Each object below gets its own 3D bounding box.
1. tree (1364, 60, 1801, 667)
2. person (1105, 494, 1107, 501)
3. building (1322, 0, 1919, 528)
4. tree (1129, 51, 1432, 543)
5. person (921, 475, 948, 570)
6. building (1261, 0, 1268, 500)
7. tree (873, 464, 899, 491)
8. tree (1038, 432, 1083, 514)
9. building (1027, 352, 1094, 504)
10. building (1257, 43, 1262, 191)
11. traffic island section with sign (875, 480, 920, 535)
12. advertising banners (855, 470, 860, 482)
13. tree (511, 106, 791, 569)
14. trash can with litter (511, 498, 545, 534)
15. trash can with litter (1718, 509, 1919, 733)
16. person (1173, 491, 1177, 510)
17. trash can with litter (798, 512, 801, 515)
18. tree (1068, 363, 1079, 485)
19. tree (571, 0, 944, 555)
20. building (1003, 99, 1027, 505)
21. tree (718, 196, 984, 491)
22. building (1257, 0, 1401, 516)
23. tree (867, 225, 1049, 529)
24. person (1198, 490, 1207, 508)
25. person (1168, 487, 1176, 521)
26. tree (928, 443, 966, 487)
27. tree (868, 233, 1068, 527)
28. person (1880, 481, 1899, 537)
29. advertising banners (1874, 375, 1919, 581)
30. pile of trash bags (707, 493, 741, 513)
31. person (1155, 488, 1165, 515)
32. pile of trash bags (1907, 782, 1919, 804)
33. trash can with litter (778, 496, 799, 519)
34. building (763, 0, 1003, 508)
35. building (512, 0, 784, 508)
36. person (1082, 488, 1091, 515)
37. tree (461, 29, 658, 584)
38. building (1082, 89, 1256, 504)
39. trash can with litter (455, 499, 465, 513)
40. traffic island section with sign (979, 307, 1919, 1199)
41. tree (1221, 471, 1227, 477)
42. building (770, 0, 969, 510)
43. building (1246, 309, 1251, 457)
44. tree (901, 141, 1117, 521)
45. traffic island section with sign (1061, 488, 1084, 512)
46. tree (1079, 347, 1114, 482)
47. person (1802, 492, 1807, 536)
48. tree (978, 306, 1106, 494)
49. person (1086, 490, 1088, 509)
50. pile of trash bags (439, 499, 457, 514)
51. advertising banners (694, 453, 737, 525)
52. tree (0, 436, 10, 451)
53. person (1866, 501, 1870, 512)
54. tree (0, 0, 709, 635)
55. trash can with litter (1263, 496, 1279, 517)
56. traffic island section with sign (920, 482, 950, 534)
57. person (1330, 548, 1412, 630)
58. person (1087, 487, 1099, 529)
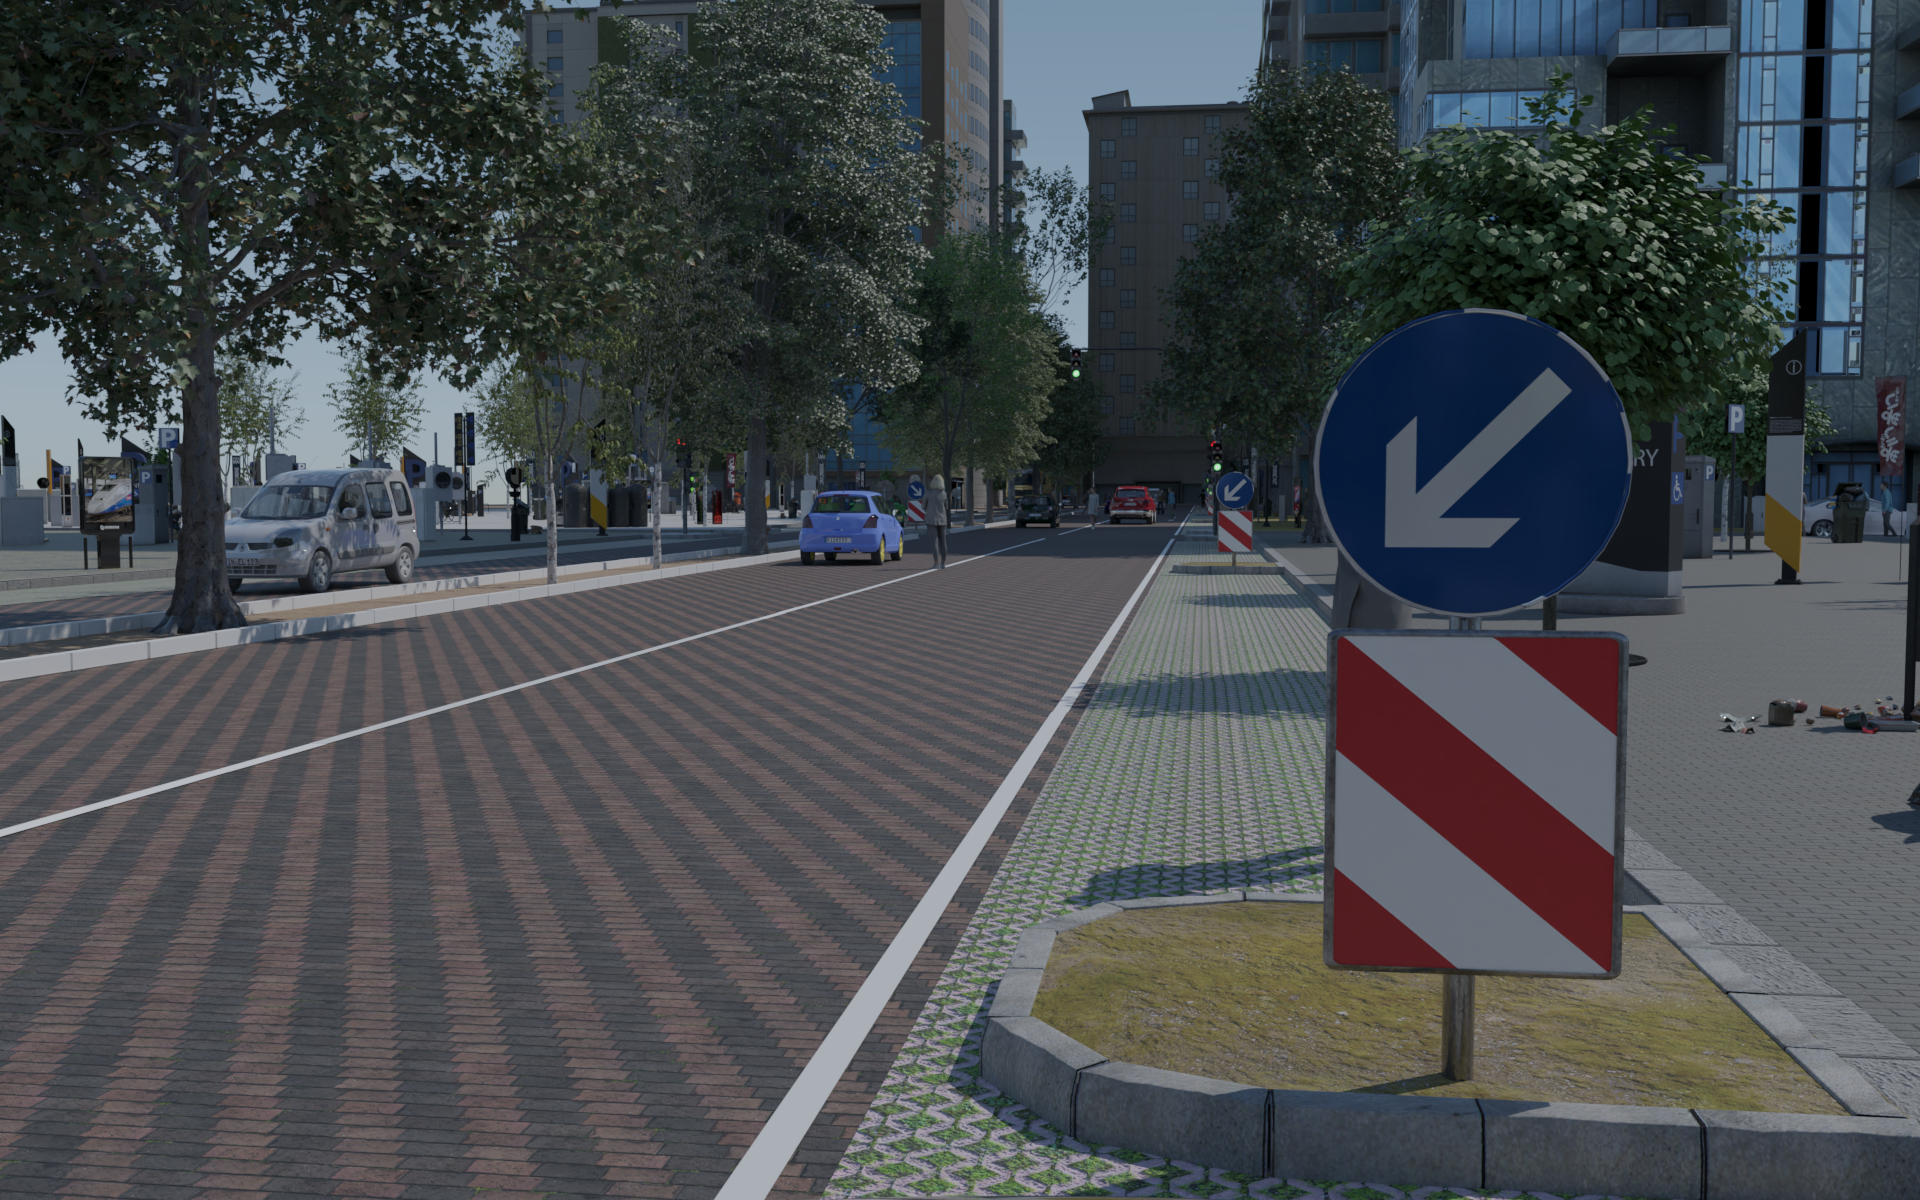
[{"bbox_3d":[4.558,-1.815,13.388,4.285,4.588,4.351,0,3,0],"label":"tree"},{"bbox_3d":[15.069,-10.215,178.767,0.557,1.426,1.065,1,4,18],"label":"person"},{"bbox_3d":[30.433,-46.294,69.581,31.000,86.520,22.319,0,4,8],"label":"building"},{"bbox_3d":[9.241,-7.844,45.256,9.611,12.733,9.660,0,3,0],"label":"tree"},{"bbox_3d":[-0.499,-1.491,33.058,0.537,1.800,0.526,-1,4,-17],"label":"person"},{"bbox_3d":[31.722,-28.067,142.484,14.154,41.232,14.086,0,4,8],"label":"building"},{"bbox_3d":[-4.698,-6.942,108.106,1.663,3.219,1.824,0,3,0],"label":"tree"},{"bbox_3d":[7.253,-10.491,124.350,4.737,8.622,4.395,0,3,0],"label":"tree"},{"bbox_3d":[3.128,-24.035,238.018,28.899,21.520,27.650,0,4,8],"label":"building"},{"bbox_3d":[39.092,-31.133,163.647,22.147,44.769,28.867,0,4,8],"label":"building"},{"bbox_3d":[-2.507,-2.880,55.217,2.006,1.907,1.989,0,4,8],"label":"traffic island section with sign"},{"bbox_3d":[-8.069,-7.904,125.417,2.074,3.025,0.090,1,4,17],"label":"advertising banners"},{"bbox_3d":[-5.763,-4.907,33.041,4.360,8.622,3.978,0,3,0],"label":"tree"},{"bbox_3d":[-13.771,-2.682,55.236,1.055,1.170,0.624,0,4,6],"label":"trash can with litter"},{"bbox_3d":[5.174,0.078,9.776,2.233,1.210,1.678,-1,4,-12],"label":"trash can with litter"},{"bbox_3d":[19.838,-9.222,160.206,0.541,1.710,0.530,-2,4,-35],"label":"person"},{"bbox_3d":[-8.856,-5.670,103.763,2.233,1.210,1.678,1,4,15],"label":"trash can with litter"},{"bbox_3d":[1.351,-9.893,82.336,7.486,12.596,7.792,0,3,0],"label":"tree"},{"bbox_3d":[-4.818,-8.025,40.324,9.857,13.997,8.962,0,3,0],"label":"tree"},{"bbox_3d":[-7.835,-35.610,201.832,30.456,49.044,23.786,0,4,8],"label":"building"},{"bbox_3d":[-3.357,-6.957,50.624,8.767,10.594,7.601,0,4,8],"label":"tree"},{"bbox_3d":[31.245,-30.182,113.080,23.786,49.044,30.456,0,4,8],"label":"building"},{"bbox_3d":[-0.428,-8.433,66.092,9.928,11.665,9.643,0,3,0],"label":"tree"},{"bbox_3d":[23.291,-9.641,165.757,1.348,1.869,0.705,3,4,38],"label":"person"},{"bbox_3d":[11.199,-5.057,91.526,0.444,1.785,0.601,2,4,32],"label":"person"},{"bbox_3d":[-0.879,-11.313,135.328,4.360,8.622,3.978,0,3,0],"label":"tree"},{"bbox_3d":[0.365,-9.434,74.829,7.486,12.596,7.792,0,3,0],"label":"tree"},{"bbox_3d":[28.389,-2.717,52.936,0.620,1.820,0.660,2,4,25],"label":"person"},{"bbox_3d":[14.113,-1.765,25.039,0.090,3.025,2.074,-2,4,-25],"label":"advertising banners"},{"bbox_3d":[-16.110,-6.715,119.548,1.912,1.369,3.447,1,4,23],"label":"pile of trash bags"},{"bbox_3d":[13.813,-6.802,119.625,0.656,1.842,0.836,0,4,-6],"label":"person"},{"bbox_3d":[4.833,0.242,5.788,1.912,1.369,3.447,0,4,2],"label":"pile of trash bags"},{"bbox_3d":[-8.990,-4.847,90.635,1.055,1.170,0.624,-1,4,-16],"label":"trash can with litter"},{"bbox_3d":[-7.855,-38.250,167.389,21.231,58.520,28.212,0,4,8],"label":"building"},{"bbox_3d":[-37.418,-40.667,206.897,28.212,58.520,21.231,0,4,8],"label":"building"},{"bbox_3d":[8.727,-6.690,117.848,0.822,1.834,0.622,1,4,22],"label":"person"},{"bbox_3d":[-6.435,-4.529,26.869,4.737,8.622,4.395,0,3,0],"label":"tree"},{"bbox_3d":[31.057,-39.386,233.198,27.495,52.752,28.713,0,4,8],"label":"building"},{"bbox_3d":[-30.690,-5.862,107.227,0.624,1.170,1.055,2,4,34],"label":"trash can with litter"},{"bbox_3d":[1.094,0.253,4.493,1.989,1.847,2.006,0,4,8],"label":"traffic island section with sign"},{"bbox_3d":[6.478,-2.471,24.109,4.285,4.588,4.351,0,3,0],"label":"tree"},{"bbox_3d":[-7.073,-30.349,146.310,14.600,45.320,14.200,0,4,8],"label":"building"},{"bbox_3d":[40.202,-26.223,200.440,14.160,30.474,14.107,0,4,8],"label":"building"},{"bbox_3d":[1.673,-14.370,93.295,12.611,20.169,13.585,0,3,0],"label":"tree"},{"bbox_3d":[8.939,-7.880,136.968,2.006,1.907,1.989,0,4,8],"label":"traffic island section with sign"},{"bbox_3d":[6.574,-12.078,118.065,7.486,12.596,7.792,0,3,0],"label":"tree"},{"bbox_3d":[25.962,-2.738,53.613,0.599,1.781,0.374,-1,4,-12],"label":"person"},{"bbox_3d":[4.573,-11.312,104.417,9.611,12.733,9.660,0,3,0],"label":"tree"},{"bbox_3d":[12.245,-9.652,166.389,0.705,1.814,1.350,0,4,0],"label":"person"},{"bbox_3d":[-31.949,-5.759,103.909,1.912,1.369,3.447,1,4,22],"label":"pile of trash bags"},{"bbox_3d":[-10.279,-4.703,73.086,2.074,3.025,0.090,-3,4,-38],"label":"advertising banners"},{"bbox_3d":[-15.995,-1.973,26.861,1.663,3.219,1.824,0,3,0],"label":"tree"},{"bbox_3d":[27.370,-2.693,52.871,0.623,1.781,0.721,-2,4,-33],"label":"person"},{"bbox_3d":[-7.842,-6.010,17.735,9.611,12.733,9.660,0,3,0],"label":"tree"},{"bbox_3d":[17.763,-5.337,98.648,1.055,1.170,0.624,1,4,13],"label":"trash can with litter"},{"bbox_3d":[-1.470,-3.328,62.551,2.006,1.907,1.989,0,4,8],"label":"traffic island section with sign"},{"bbox_3d":[1.663,0.095,6.745,0.447,1.846,0.655,0,4,1],"label":"person"},{"bbox_3d":[5.417,-3.752,70.592,0.466,1.731,0.760,0,4,-4],"label":"person"}]
